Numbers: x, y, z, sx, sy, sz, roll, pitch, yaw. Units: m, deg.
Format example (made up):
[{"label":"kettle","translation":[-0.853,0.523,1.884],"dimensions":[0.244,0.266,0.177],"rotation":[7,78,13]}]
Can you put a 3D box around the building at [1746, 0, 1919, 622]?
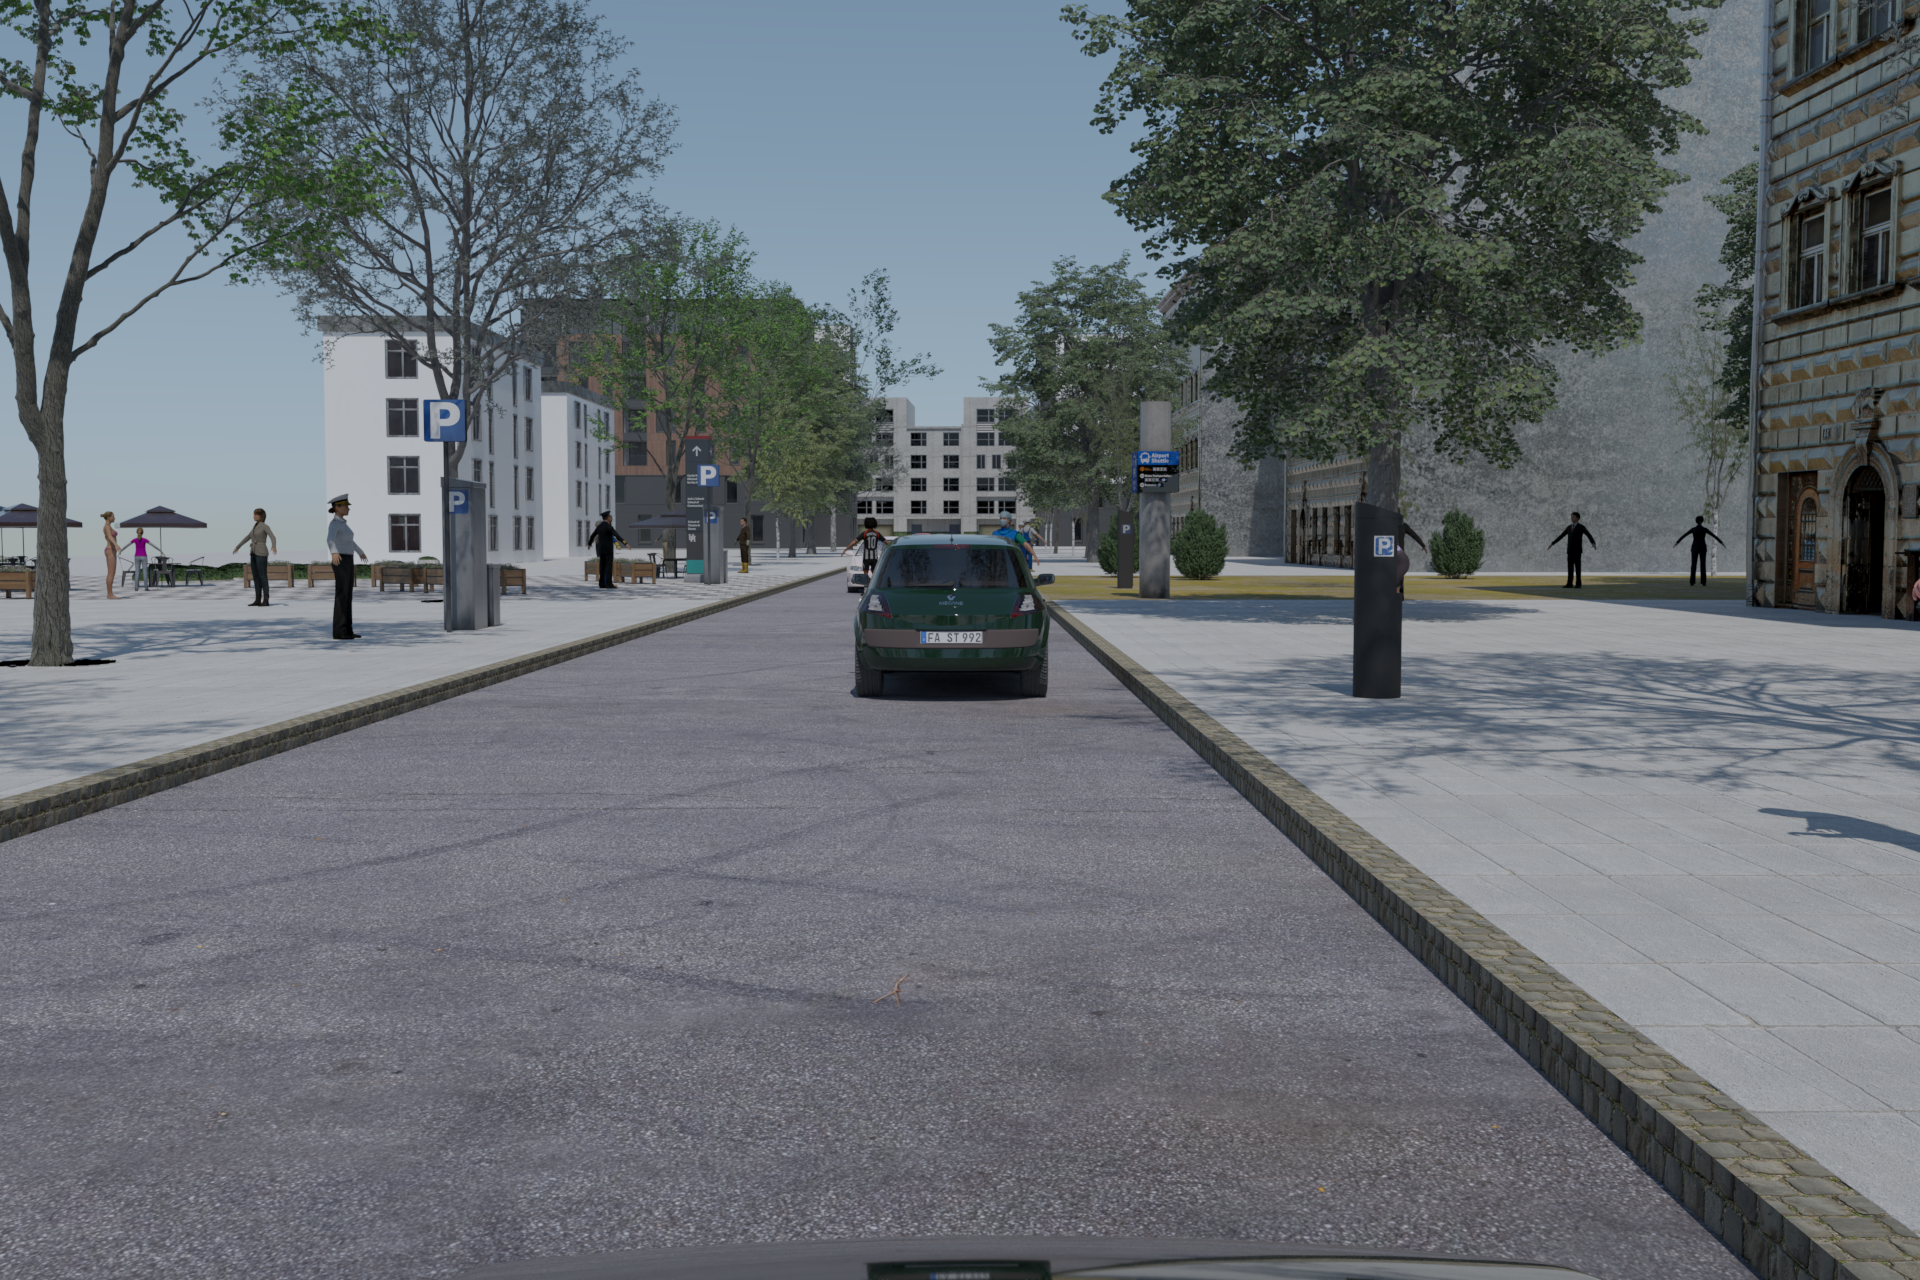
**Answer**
[{"label":"building","translation":[23.196,-11.622,20.954],"dimensions":[19.493,23.208,18.063],"rotation":[0,4,0]}]

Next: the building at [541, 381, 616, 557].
[{"label":"building","translation":[-26.168,-10.217,109.196],"dimensions":[9.099,9.664,28.070],"rotation":[0,4,-1]}]

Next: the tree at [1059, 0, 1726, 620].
[{"label":"tree","translation":[6.220,-7.262,25.395],"dimensions":[9.857,13.997,8.962],"rotation":[0,3,0]}]

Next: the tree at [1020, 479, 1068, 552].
[{"label":"tree","translation":[6.402,-10.662,124.678],"dimensions":[4.737,8.622,4.395],"rotation":[0,3,0]}]

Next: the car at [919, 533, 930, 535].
[{"label":"car","translation":[-2.897,-7.679,134.593],"dimensions":[2.155,1.783,4.494],"rotation":[0,3,0]}]

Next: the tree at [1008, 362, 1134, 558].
[{"label":"tree","translation":[6.638,-9.535,90.317],"dimensions":[8.767,10.594,7.601],"rotation":[0,4,3]}]

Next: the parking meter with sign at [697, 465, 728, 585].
[{"label":"parking meter with sign","translation":[-6.297,-2.944,44.392],"dimensions":[0.543,3.016,1.738],"rotation":[0,4,2]}]

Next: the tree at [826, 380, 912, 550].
[{"label":"tree","translation":[-8.865,-13.962,138.643],"dimensions":[12.009,13.543,11.850],"rotation":[0,3,0]}]

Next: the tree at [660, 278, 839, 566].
[{"label":"tree","translation":[-8.484,-8.814,69.864],"dimensions":[9.928,11.665,9.643],"rotation":[0,3,0]}]

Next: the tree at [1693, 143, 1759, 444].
[{"label":"tree","translation":[22.204,-8.189,40.546],"dimensions":[9.857,13.997,8.962],"rotation":[0,3,0]}]

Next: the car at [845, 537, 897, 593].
[{"label":"car","translation":[-1.826,-1.926,43.856],"dimensions":[2.083,1.381,4.827],"rotation":[0,4,0]}]

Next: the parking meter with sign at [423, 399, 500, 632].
[{"label":"parking meter with sign","translation":[-6.649,-1.655,23.324],"dimensions":[0.543,3.016,1.738],"rotation":[0,4,1]}]

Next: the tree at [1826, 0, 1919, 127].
[{"label":"tree","translation":[6.414,-5.974,8.047],"dimensions":[12.009,13.543,11.850],"rotation":[0,3,0]}]

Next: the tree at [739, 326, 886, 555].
[{"label":"tree","translation":[-9.275,-12.313,107.980],"dimensions":[9.857,13.997,8.962],"rotation":[0,3,0]}]

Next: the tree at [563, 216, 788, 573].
[{"label":"tree","translation":[-9.441,-8.009,56.701],"dimensions":[9.928,11.665,9.643],"rotation":[0,3,0]}]

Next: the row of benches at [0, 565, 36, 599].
[{"label":"row of benches","translation":[-20.172,-1.179,34.734],"dimensions":[4.104,0.672,1.422],"rotation":[1,4,14]}]

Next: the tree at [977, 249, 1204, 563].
[{"label":"tree","translation":[5.874,-10.422,77.059],"dimensions":[9.857,13.997,8.962],"rotation":[0,3,0]}]

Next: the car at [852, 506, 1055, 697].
[{"label":"car","translation":[-0.066,-0.419,16.630],"dimensions":[2.009,1.686,4.222],"rotation":[0,4,0]}]

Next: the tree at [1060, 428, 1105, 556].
[{"label":"tree","translation":[6.321,-9.128,99.602],"dimensions":[4.360,8.622,3.978],"rotation":[0,3,0]}]

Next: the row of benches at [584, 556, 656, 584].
[{"label":"row of benches","translation":[-9.085,-1.867,45.991],"dimensions":[1.422,0.672,4.104],"rotation":[-2,4,-29]}]

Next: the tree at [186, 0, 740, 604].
[{"label":"tree","translation":[-9.383,-7.442,32.047],"dimensions":[12.009,13.543,11.850],"rotation":[0,3,0]}]

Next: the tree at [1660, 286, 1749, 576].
[{"label":"tree","translation":[22.641,-6.235,52.312],"dimensions":[4.360,8.622,3.978],"rotation":[0,3,0]}]

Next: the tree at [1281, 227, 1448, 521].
[{"label":"tree","translation":[9.896,-5.483,40.001],"dimensions":[4.360,8.622,3.978],"rotation":[0,3,0]}]

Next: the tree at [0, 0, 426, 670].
[{"label":"tree","translation":[-8.787,-5.546,16.440],"dimensions":[9.928,11.665,9.643],"rotation":[0,3,0]}]

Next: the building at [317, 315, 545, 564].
[{"label":"building","translation":[-23.851,-8.469,80.623],"dimensions":[9.099,9.664,28.070],"rotation":[0,4,0]}]

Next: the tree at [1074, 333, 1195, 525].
[{"label":"tree","translation":[5.843,-6.968,64.282],"dimensions":[4.360,8.622,3.978],"rotation":[0,3,0]}]

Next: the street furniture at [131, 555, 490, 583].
[{"label":"street furniture","translation":[-18.012,-2.073,49.516],"dimensions":[10.072,0.657,5.734],"rotation":[-1,4,-19]}]

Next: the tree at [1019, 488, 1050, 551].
[{"label":"tree","translation":[6.657,-11.071,131.371],"dimensions":[4.360,8.622,3.978],"rotation":[0,3,0]}]

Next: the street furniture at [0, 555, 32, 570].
[{"label":"street furniture","translation":[-31.860,-2.800,52.634],"dimensions":[9.812,1.723,11.010],"rotation":[1,4,9]}]

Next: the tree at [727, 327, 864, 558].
[{"label":"tree","translation":[-8.994,-10.720,93.403],"dimensions":[7.486,12.596,7.792],"rotation":[0,3,0]}]

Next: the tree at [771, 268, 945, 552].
[{"label":"tree","translation":[-7.948,-16.339,123.034],"dimensions":[12.611,20.169,13.585],"rotation":[0,3,0]}]

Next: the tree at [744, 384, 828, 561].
[{"label":"tree","translation":[-8.681,-8.132,83.323],"dimensions":[4.737,8.622,4.395],"rotation":[0,3,0]}]

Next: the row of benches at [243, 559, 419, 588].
[{"label":"row of benches","translation":[-15.237,-1.611,41.802],"dimensions":[4.104,0.672,1.422],"rotation":[-1,4,-14]}]

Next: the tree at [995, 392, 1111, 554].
[{"label":"tree","translation":[6.307,-10.831,111.507],"dimensions":[8.767,10.594,7.601],"rotation":[-2,4,-24]}]

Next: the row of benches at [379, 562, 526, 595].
[{"label":"row of benches","translation":[-11.007,-1.358,37.669],"dimensions":[4.104,0.672,1.422],"rotation":[2,4,32]}]
